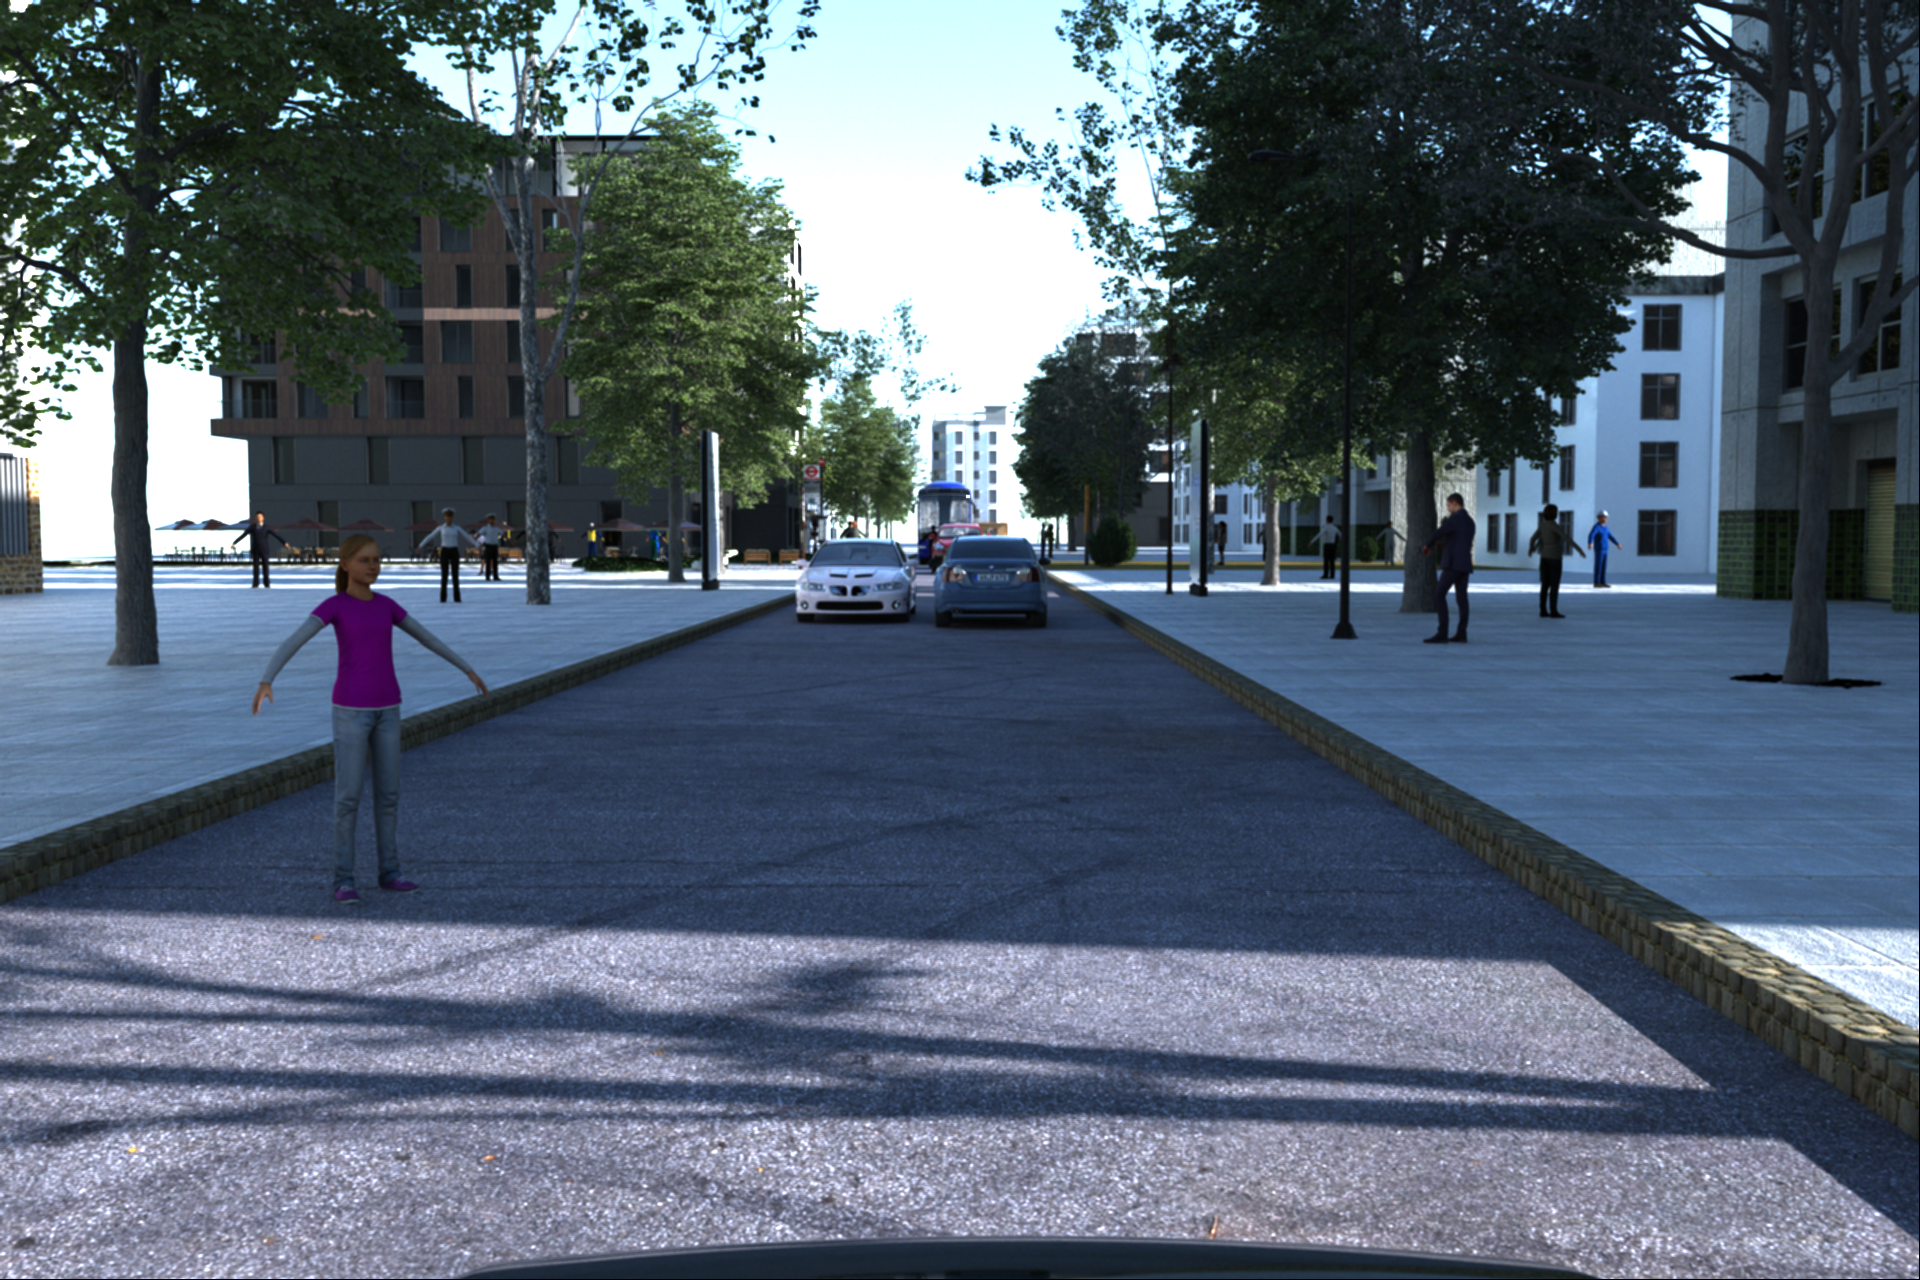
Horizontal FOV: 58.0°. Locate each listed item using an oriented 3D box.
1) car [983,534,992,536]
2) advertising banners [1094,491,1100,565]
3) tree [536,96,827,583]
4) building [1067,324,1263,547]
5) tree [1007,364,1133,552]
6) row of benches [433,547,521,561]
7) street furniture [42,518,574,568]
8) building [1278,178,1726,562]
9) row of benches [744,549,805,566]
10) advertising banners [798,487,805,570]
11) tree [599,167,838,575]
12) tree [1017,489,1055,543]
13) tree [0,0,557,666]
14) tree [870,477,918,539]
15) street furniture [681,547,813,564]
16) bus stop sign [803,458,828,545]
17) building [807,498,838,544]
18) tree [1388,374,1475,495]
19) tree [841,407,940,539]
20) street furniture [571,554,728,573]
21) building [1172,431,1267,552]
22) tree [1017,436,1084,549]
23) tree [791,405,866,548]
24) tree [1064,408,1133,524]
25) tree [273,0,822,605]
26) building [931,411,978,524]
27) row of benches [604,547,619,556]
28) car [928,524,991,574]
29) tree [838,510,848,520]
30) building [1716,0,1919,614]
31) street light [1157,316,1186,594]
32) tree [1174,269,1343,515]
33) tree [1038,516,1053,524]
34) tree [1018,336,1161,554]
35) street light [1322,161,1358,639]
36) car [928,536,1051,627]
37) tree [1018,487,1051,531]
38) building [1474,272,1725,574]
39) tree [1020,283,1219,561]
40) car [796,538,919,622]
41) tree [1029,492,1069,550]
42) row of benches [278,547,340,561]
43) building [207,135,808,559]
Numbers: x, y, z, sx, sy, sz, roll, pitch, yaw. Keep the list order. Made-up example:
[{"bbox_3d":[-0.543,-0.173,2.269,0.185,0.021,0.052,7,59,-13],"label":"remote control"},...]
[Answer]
[{"bbox_3d":[0.702,-3.588,70.456,2.131,1.459,4.920,0,4,0],"label":"car"},{"bbox_3d":[5.574,-4.542,70.444,0.090,3.025,2.074,0,4,1],"label":"advertising banners"},{"bbox_3d":[-7.373,-7.771,45.176,7.486,12.596,7.792,0,3,0],"label":"tree"},{"bbox_3d":[25.317,-20.869,185.183,27.936,21.610,32.646,0,4,0],"label":"building"},{"bbox_3d":[7.967,-13.305,124.185,9.857,13.997,8.962,0,3,0],"label":"tree"},{"bbox_3d":[-22.680,-4.015,81.102,4.104,0.672,1.422,-2,4,-25],"label":"row of benches"},{"bbox_3d":[-30.804,-4.044,71.151,27.439,1.986,14.083,0,4,7],"label":"street furniture"},{"bbox_3d":[28.236,-13.960,94.710,16.747,18.905,31.486,0,4,0],"label":"building"},{"bbox_3d":[-6.993,-3.409,71.199,4.104,0.672,1.422,-1,4,-10],"label":"row of benches"},{"bbox_3d":[-5.790,-4.113,63.436,0.090,3.025,2.074,0,4,0],"label":"advertising banners"},{"bbox_3d":[-7.722,-8.333,54.372,7.486,12.596,7.792,0,3,0],"label":"tree"},{"bbox_3d":[12.014,-19.871,259.307,7.601,10.594,8.767,0,4,6],"label":"tree"},{"bbox_3d":[-7.788,-6.045,16.967,7.486,12.596,7.792,0,3,0],"label":"tree"},{"bbox_3d":[-9.673,-20.482,253.014,7.486,12.596,7.792,0,3,0],"label":"tree"},{"bbox_3d":[-9.441,-3.835,78.329,5.734,0.657,10.072,0,4,8],"label":"street furniture"},{"bbox_3d":[-5.072,-4.419,60.952,0.855,3.939,0.416,0,4,1],"label":"bus stop sign"},{"bbox_3d":[-20.470,-17.510,228.440,9.099,9.664,28.070,0,4,1],"label":"building"},{"bbox_3d":[20.028,-7.697,76.205,4.360,8.622,3.978,0,3,0],"label":"tree"},{"bbox_3d":[-6.992,-15.620,165.758,12.009,13.543,11.850,0,3,0],"label":"tree"},{"bbox_3d":[-11.067,-2.843,62.107,5.734,0.657,10.072,-1,4,-12],"label":"street furniture"},{"bbox_3d":[22.263,-11.671,132.966,9.099,9.664,28.070,0,4,1],"label":"building"},{"bbox_3d":[8.620,-13.725,150.158,9.928,11.665,9.643,0,3,0],"label":"tree"},{"bbox_3d":[-7.649,-8.980,97.186,4.737,8.622,4.395,0,3,0],"label":"tree"},{"bbox_3d":[8.147,-9.053,98.379,4.737,8.622,4.395,0,3,0],"label":"tree"},{"bbox_3d":[-8.307,-10.625,29.615,12.611,20.169,13.585,0,3,0],"label":"tree"},{"bbox_3d":[-4.057,-24.440,258.467,11.380,20.090,16.016,0,4,6],"label":"building"},{"bbox_3d":[-16.441,-4.062,81.872,1.422,0.672,4.104,-1,4,-13],"label":"row of benches"},{"bbox_3d":[0.002,-3.328,63.082,2.281,1.827,5.304,0,4,0],"label":"car"},{"bbox_3d":[-19.688,-19.887,259.566,7.601,10.594,8.767,1,4,9],"label":"tree"},{"bbox_3d":[23.589,-9.322,18.874,16.747,18.905,31.486,0,4,1],"label":"building"},{"bbox_3d":[4.478,-3.919,36.870,0.468,5.910,1.993,0,4,1],"label":"street light"},{"bbox_3d":[12.675,-9.349,70.988,7.486,12.596,7.792,0,3,0],"label":"tree"},{"bbox_3d":[13.318,-18.480,252.516,4.360,8.622,3.978,0,3,0],"label":"tree"},{"bbox_3d":[8.225,-12.439,110.029,9.857,13.997,8.962,0,3,0],"label":"tree"},{"bbox_3d":[5.268,-2.971,21.117,1.470,5.913,1.316,0,4,0],"label":"street light"},{"bbox_3d":[0.484,-0.977,27.973,2.014,1.417,4.499,0,4,0],"label":"car"},{"bbox_3d":[7.909,-13.248,166.974,4.737,8.622,4.395,0,3,0],"label":"tree"},{"bbox_3d":[25.207,-6.995,56.512,9.099,9.664,28.070,0,4,1],"label":"building"},{"bbox_3d":[7.892,-10.599,83.656,12.009,13.543,11.850,0,3,0],"label":"tree"},{"bbox_3d":[-1.725,-1.064,29.755,2.083,1.381,4.827,0,4,1],"label":"car"},{"bbox_3d":[8.082,-11.535,138.954,4.360,8.622,3.978,0,3,0],"label":"tree"},{"bbox_3d":[-29.978,-3.980,80.532,4.104,0.672,1.422,2,4,26],"label":"row of benches"},{"bbox_3d":[-24.727,-15.987,105.357,27.936,21.610,32.646,0,4,0],"label":"building"}]
